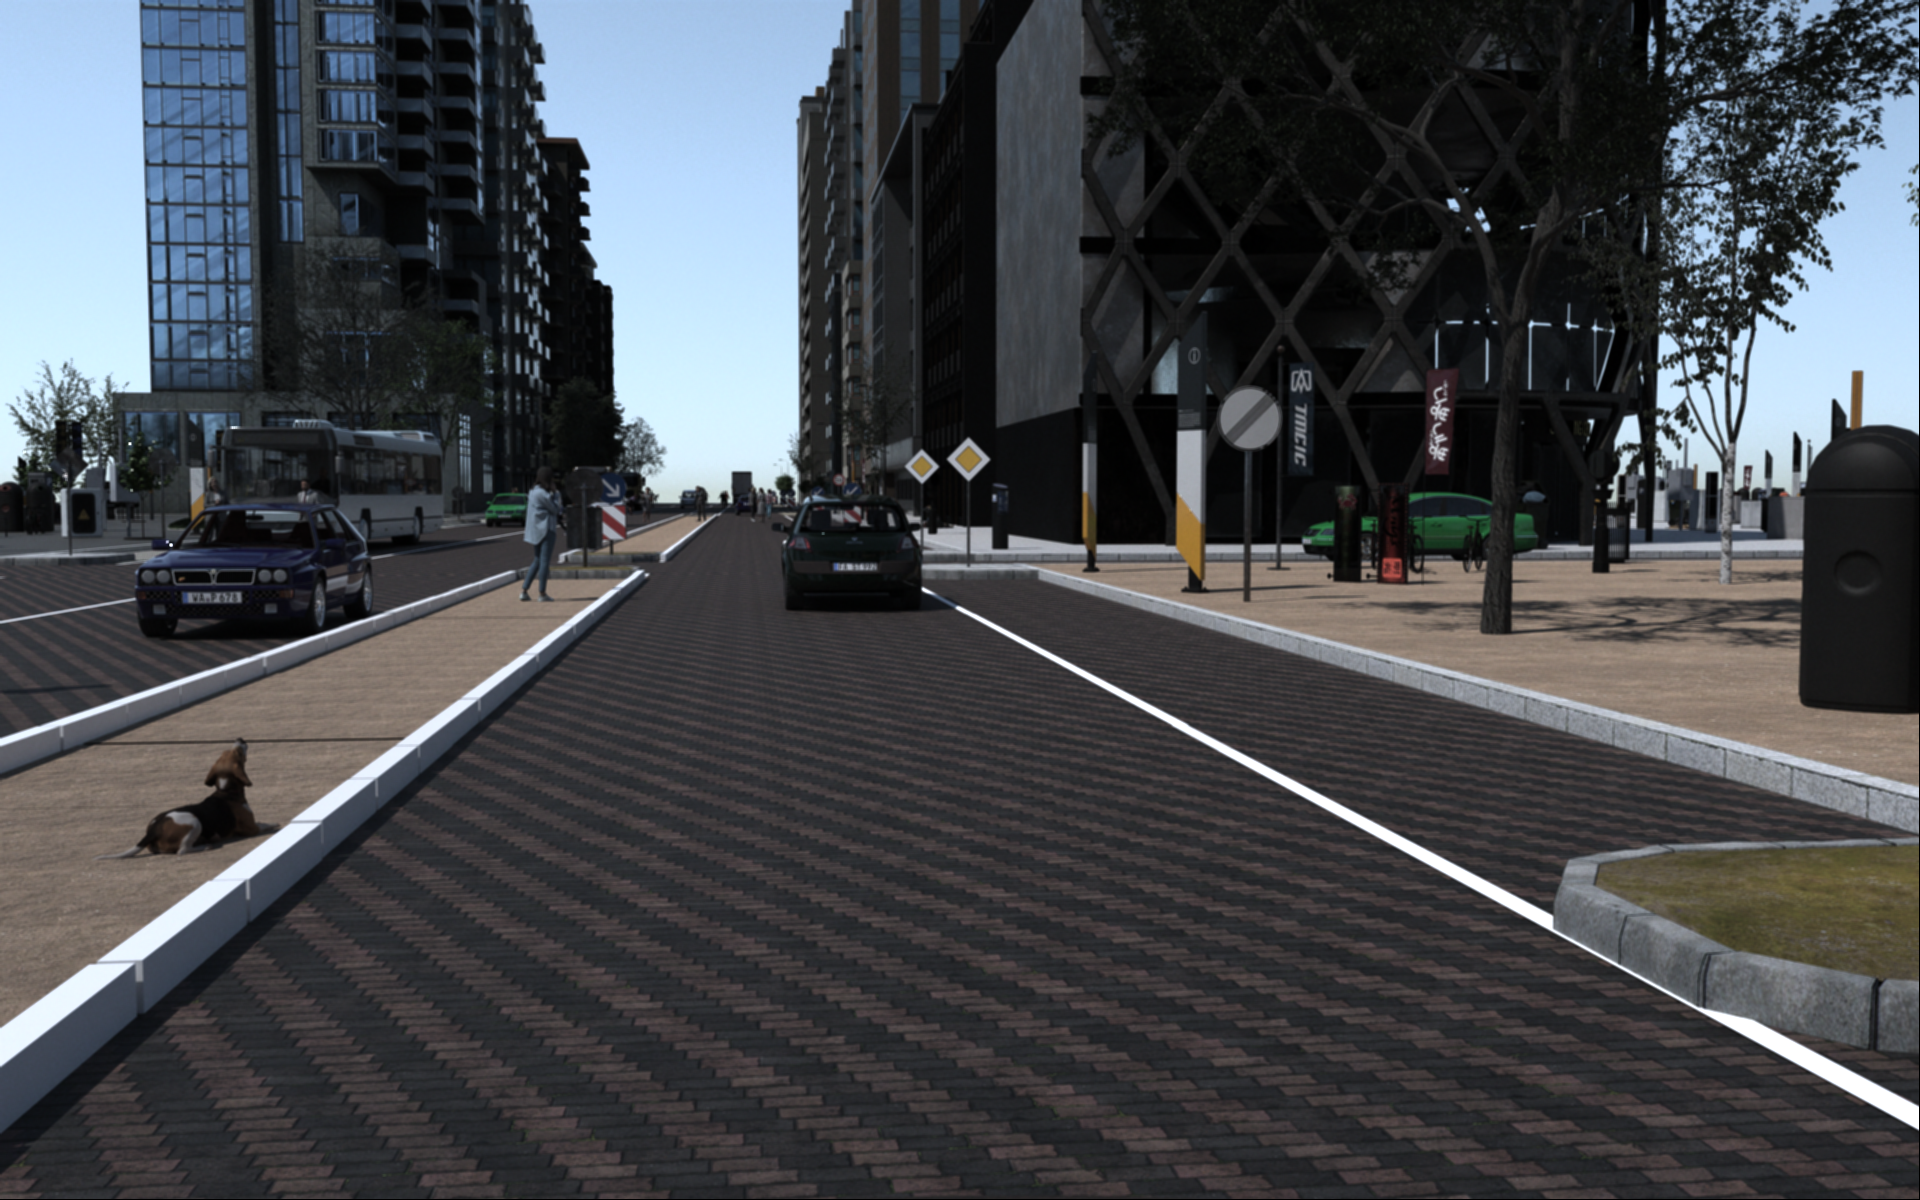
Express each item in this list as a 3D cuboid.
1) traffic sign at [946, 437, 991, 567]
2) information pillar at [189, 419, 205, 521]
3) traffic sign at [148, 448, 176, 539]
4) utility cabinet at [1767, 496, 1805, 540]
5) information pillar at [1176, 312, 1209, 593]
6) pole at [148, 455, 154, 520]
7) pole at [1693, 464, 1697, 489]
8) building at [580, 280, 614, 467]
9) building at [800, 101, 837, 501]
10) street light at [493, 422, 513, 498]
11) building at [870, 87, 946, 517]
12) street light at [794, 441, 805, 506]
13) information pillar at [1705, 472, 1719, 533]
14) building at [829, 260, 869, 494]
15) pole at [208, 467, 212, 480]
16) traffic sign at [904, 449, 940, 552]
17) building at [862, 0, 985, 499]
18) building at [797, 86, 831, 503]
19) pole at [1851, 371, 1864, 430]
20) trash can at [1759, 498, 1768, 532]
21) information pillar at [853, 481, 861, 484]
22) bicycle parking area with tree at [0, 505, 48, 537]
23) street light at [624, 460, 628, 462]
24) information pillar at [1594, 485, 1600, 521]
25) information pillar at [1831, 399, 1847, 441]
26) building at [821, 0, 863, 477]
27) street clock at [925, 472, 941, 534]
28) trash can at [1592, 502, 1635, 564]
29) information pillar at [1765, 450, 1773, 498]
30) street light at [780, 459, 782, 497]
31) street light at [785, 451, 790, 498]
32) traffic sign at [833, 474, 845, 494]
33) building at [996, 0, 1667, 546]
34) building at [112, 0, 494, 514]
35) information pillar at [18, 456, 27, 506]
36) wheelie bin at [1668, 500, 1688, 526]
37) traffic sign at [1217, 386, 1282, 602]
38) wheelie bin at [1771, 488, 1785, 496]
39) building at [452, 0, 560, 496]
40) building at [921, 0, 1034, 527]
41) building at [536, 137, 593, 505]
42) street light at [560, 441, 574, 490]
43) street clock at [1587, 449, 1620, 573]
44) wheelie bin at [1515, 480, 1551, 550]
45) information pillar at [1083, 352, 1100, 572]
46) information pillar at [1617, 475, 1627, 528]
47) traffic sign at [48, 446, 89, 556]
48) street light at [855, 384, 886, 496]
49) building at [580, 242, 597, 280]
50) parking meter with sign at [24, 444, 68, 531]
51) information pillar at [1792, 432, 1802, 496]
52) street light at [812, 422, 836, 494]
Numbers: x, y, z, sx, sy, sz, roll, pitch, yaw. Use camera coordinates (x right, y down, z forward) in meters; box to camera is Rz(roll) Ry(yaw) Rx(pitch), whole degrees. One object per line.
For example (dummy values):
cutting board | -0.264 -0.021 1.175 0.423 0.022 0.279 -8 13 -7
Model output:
traffic sign | 0.147 -1.632 30.333 0.795 2.450 0.064 0 4 -7
information pillar | -23.961 -3.856 54.406 0.504 3.616 0.183 1 4 14
traffic sign | -21.929 -2.907 47.631 0.768 2.556 0.104 0 4 0
utility cabinet | 23.449 -2.318 49.064 0.306 1.237 1.020 -3 5 -42
information pillar | 3.019 -1.906 22.525 0.183 3.616 0.504 -2 4 -35
pole | -40.102 -5.628 85.853 0.158 3.312 0.155 0 3 0
pole | 50.286 -7.622 118.466 0.158 3.312 0.155 0 3 0
building | -53.525 -28.014 229.737 14.160 30.474 14.107 0 4 -7
building | -8.040 -35.940 211.317 21.300 48.544 21.600 0 4 -7
street light | -29.585 -8.533 112.048 1.470 5.913 1.316 0 4 -7
building | 2.996 -17.131 99.161 14.314 24.678 30.058 0 4 -7
street light | -13.389 -10.879 150.410 1.470 5.913 1.316 0 4 -7
information pillar | 24.912 -3.237 57.417 0.304 2.012 0.304 0 4 5
building | 3.697 -18.291 144.094 27.650 21.520 28.899 0 4 -7
pole | -38.779 -5.856 89.589 0.158 3.312 0.155 0 3 0
traffic sign | -0.843 -2.117 38.257 0.795 2.450 0.064 0 4 -7
building | 0.577 -28.819 121.303 14.600 45.320 14.200 0 4 -7
building | -13.537 -43.802 258.162 21.231 58.520 28.212 0 4 -7
pole | 14.879 -2.138 28.799 0.158 3.312 0.155 0 3 0
trash can | 27.262 -2.847 58.201 0.748 1.137 0.748 0 3 0
information pillar | -5.936 -5.828 99.786 0.304 2.012 0.304 2 4 30
bicycle parking area with tree | -32.422 -3.989 52.230 8.231 4.147 9.016 0 4 -2
street light | -44.645 -15.946 233.251 1.470 5.913 1.316 0 4 -7
information pillar | 28.811 -5.332 78.540 0.504 3.616 0.183 0 4 -4
information pillar | 21.684 -3.148 42.817 0.504 3.616 0.183 -2 4 -30
building | -1.899 -33.820 172.568 23.786 49.044 30.456 0 4 -7
street clock | -0.875 -3.181 56.577 0.471 2.002 0.358 -3 5 -41
trash can | 12.110 -1.253 32.143 0.748 1.137 0.748 0 3 0
information pillar | 42.793 -6.138 91.712 0.504 3.616 0.183 -2 4 -30
street light | -23.591 -15.885 232.258 1.470 5.913 1.316 0 4 -7
street light | -18.136 -13.228 188.815 1.470 5.913 1.316 0 4 -7
traffic sign | -7.587 -6.632 108.547 0.768 2.556 0.104 0 4 -6
building | 10.524 -11.135 49.504 16.811 18.784 16.820 0 4 -7
building | -45.165 -49.529 122.477 22.319 86.520 31.000 0 4 -7
information pillar | -57.465 -7.025 106.212 0.504 3.616 0.183 -3 5 -43
wheelie bin | 29.087 -3.805 70.113 0.693 1.594 0.980 3 4 37
traffic sign | 3.416 -1.250 20.537 0.768 2.556 0.104 0 4 -3
wheelie bin | 43.688 -5.178 92.573 0.980 1.594 0.693 3 5 44
building | -49.149 -32.758 155.195 23.786 49.044 30.456 0 4 -7
building | 5.270 -15.024 75.312 12.332 23.373 15.834 0 4 -7
building | -55.948 -33.801 207.276 22.147 44.769 28.867 0 4 -7
street light | -34.241 -10.899 150.742 1.470 5.913 1.316 0 4 -7
street clock | 10.435 -1.442 28.142 0.358 2.002 0.471 -2 4 -33
wheelie bin | 13.179 -1.964 40.026 0.693 1.594 0.980 -1 4 -20
information pillar | 2.131 -2.264 28.377 0.183 3.616 0.504 1 4 23
information pillar | 25.104 -3.745 65.719 0.304 2.012 0.304 1 4 15
traffic sign | -18.553 -1.984 36.074 0.795 2.450 0.064 0 4 -7
street light | -3.719 -6.157 73.210 1.470 5.913 1.316 0 4 -7
building | -65.114 -33.963 247.172 32.217 40.220 23.993 0 4 -7
parking meter with sign | -32.111 -3.929 60.504 1.738 3.016 0.543 0 4 7
information pillar | 31.342 -4.499 64.911 0.183 3.616 0.504 0 3 0
street light | -8.650 -8.558 112.459 1.470 5.913 1.316 0 4 -7
